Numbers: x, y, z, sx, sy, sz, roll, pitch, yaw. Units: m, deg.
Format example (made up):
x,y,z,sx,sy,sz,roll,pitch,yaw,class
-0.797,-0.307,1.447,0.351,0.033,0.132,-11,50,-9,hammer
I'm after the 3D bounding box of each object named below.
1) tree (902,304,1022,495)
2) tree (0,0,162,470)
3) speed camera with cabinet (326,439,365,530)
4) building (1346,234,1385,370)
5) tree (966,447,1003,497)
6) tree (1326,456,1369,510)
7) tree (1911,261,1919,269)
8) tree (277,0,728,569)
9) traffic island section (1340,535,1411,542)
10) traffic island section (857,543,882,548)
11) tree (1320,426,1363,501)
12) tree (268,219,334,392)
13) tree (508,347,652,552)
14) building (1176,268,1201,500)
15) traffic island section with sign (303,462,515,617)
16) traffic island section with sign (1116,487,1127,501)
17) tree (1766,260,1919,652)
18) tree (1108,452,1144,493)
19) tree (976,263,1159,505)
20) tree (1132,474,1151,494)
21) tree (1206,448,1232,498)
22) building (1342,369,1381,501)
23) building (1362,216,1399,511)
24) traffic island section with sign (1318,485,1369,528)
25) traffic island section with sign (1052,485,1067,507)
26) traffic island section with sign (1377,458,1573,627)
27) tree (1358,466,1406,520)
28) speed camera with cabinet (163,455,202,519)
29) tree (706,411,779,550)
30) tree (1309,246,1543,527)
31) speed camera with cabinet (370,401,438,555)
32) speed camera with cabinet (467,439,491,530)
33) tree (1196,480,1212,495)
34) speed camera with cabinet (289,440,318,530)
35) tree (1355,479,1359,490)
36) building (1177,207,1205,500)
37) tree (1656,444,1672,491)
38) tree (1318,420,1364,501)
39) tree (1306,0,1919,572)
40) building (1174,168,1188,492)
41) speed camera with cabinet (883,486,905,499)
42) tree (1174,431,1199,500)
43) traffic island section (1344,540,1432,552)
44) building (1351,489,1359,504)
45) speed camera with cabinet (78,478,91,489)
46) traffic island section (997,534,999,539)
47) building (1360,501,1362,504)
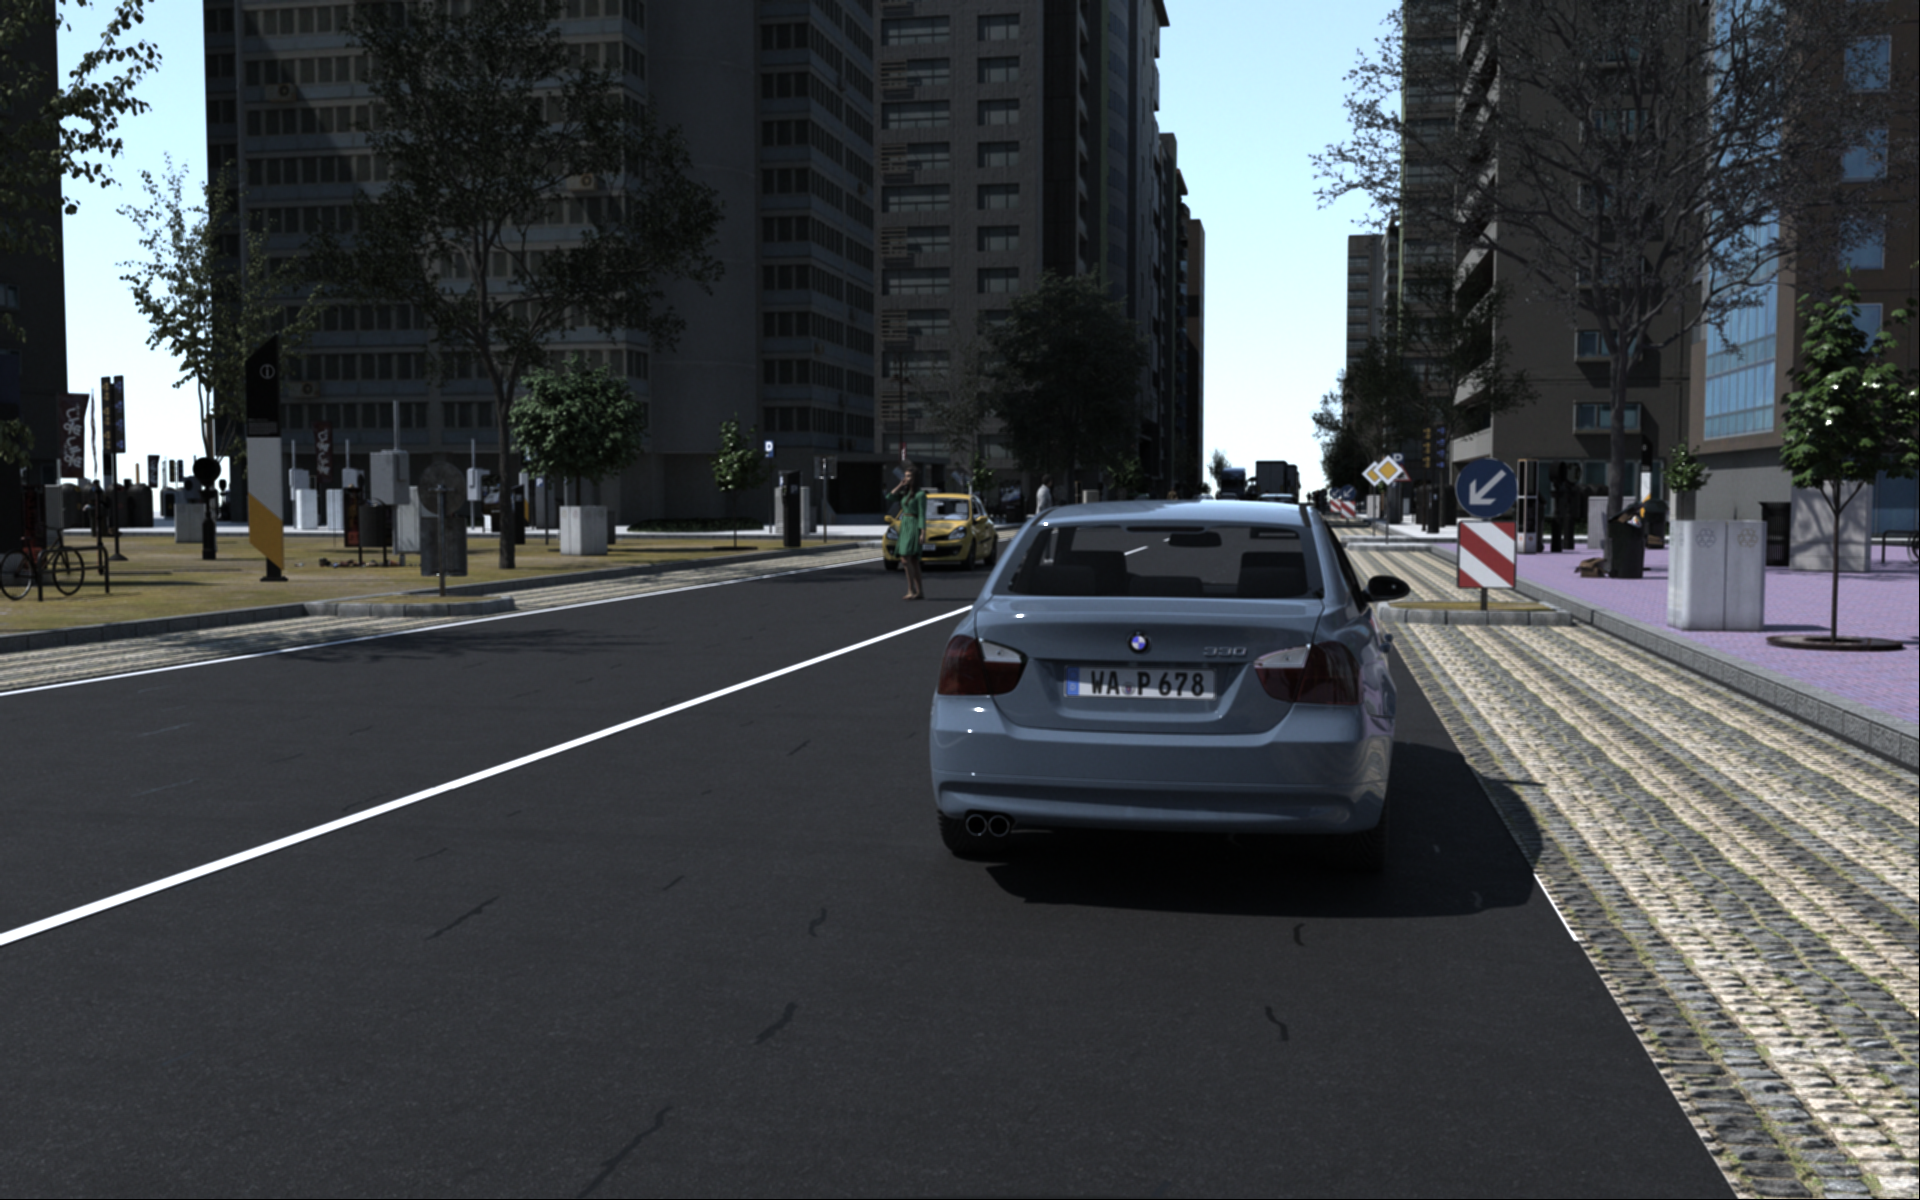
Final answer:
x,y,z,sx,sy,sz,roll,pitch,yaw,class
0.187,-7.114,66.675,4.360,8.622,3.978,0,3,0,tree
-9.825,-4.000,15.762,4.737,8.622,4.395,0,3,0,tree
-22.001,-4.140,62.029,0.660,3.252,2.038,0,4,4,speed camera with cabinet
67.924,-36.042,272.880,14.154,41.232,14.086,1,4,11,building
0.659,-4.625,70.221,1.663,3.219,1.824,0,3,0,tree
32.652,-9.798,143.908,4.285,4.588,4.351,0,3,0,tree
21.830,-5.202,35.408,4.737,8.622,4.395,0,3,0,tree
-7.665,-5.832,29.766,8.767,10.594,7.601,1,4,15,tree
12.475,-1.824,52.111,2.009,0.180,2.903,1,4,11,traffic island section
-1.469,-1.494,46.708,2.009,0.180,2.903,1,4,11,traffic island section
39.620,-14.072,180.444,4.360,8.622,3.978,0,3,0,tree
-16.253,-5.357,37.943,4.737,8.622,4.395,0,3,0,tree
-8.623,-3.388,39.115,4.285,4.588,4.351,0,3,0,tree
19.477,-34.551,256.787,32.217,40.220,23.993,1,4,11,building
-6.528,-0.754,20.961,1.989,1.847,2.006,1,4,11,traffic island section with sign
9.685,-5.801,103.473,1.989,1.847,2.006,1,4,11,traffic island section with sign
7.273,-1.212,14.422,1.663,3.219,1.824,0,3,0,tree
11.857,-8.673,125.509,4.285,4.588,4.351,0,3,0,tree
5.986,-11.525,95.085,9.857,13.997,8.962,0,3,0,tree
14.798,-8.971,141.275,1.663,3.219,1.824,0,3,0,tree
42.755,-20.340,282.913,4.737,8.622,4.395,0,3,0,tree
69.856,-24.844,251.243,27.650,21.520,28.899,1,4,11,building
54.249,-28.529,158.324,32.217,40.220,23.993,1,4,11,building
16.528,-4.021,74.366,1.989,1.847,2.006,1,4,11,traffic island section with sign
4.412,-4.158,76.610,1.989,1.847,2.006,1,4,11,traffic island section with sign
5.796,-0.678,19.709,1.989,1.847,2.006,1,4,11,traffic island section with sign
21.381,-5.648,86.948,1.663,3.219,1.824,0,3,0,tree
-39.327,-5.703,87.587,2.038,3.252,0.660,1,4,22,speed camera with cabinet
-5.215,-2.775,39.976,1.663,3.219,1.824,0,3,0,tree
18.257,-8.060,66.186,7.601,10.594,8.767,-3,4,-37,tree
-11.963,-2.635,37.420,0.660,3.252,2.038,1,4,11,speed camera with cabinet
-16.803,-4.124,61.770,2.038,3.252,0.660,3,5,44,speed camera with cabinet
31.626,-14.240,227.420,1.663,3.219,1.824,0,3,0,tree
-23.820,-4.191,62.853,0.660,3.252,2.038,-2,4,-31,speed camera with cabinet
27.477,-7.509,117.371,1.663,3.219,1.824,0,3,0,tree
31.324,-38.180,274.356,14.600,45.320,14.200,1,4,11,building
24.080,-3.854,57.621,1.663,3.219,1.824,0,3,0,tree
38.047,-13.524,171.477,4.737,8.622,4.395,0,3,0,tree
11.028,-7.234,28.650,12.009,13.543,11.850,0,3,0,tree
18.498,-35.142,229.195,22.147,44.769,28.867,1,4,11,building
-3.737,-6.044,93.150,2.038,3.252,0.660,1,4,23,speed camera with cabinet
25.971,-15.410,202.311,4.360,8.622,3.978,0,3,0,tree
10.935,-1.345,44.275,2.009,0.180,2.903,1,4,11,traffic island section
67.543,-32.537,223.867,32.217,40.220,23.993,1,4,11,building
-49.479,-6.314,97.562,0.660,3.252,2.038,-1,4,-13,speed camera with cabinet
0.071,-1.973,54.544,2.009,0.180,2.903,1,4,11,traffic island section
59.427,-29.959,181.714,32.217,40.220,23.993,1,4,11,building
